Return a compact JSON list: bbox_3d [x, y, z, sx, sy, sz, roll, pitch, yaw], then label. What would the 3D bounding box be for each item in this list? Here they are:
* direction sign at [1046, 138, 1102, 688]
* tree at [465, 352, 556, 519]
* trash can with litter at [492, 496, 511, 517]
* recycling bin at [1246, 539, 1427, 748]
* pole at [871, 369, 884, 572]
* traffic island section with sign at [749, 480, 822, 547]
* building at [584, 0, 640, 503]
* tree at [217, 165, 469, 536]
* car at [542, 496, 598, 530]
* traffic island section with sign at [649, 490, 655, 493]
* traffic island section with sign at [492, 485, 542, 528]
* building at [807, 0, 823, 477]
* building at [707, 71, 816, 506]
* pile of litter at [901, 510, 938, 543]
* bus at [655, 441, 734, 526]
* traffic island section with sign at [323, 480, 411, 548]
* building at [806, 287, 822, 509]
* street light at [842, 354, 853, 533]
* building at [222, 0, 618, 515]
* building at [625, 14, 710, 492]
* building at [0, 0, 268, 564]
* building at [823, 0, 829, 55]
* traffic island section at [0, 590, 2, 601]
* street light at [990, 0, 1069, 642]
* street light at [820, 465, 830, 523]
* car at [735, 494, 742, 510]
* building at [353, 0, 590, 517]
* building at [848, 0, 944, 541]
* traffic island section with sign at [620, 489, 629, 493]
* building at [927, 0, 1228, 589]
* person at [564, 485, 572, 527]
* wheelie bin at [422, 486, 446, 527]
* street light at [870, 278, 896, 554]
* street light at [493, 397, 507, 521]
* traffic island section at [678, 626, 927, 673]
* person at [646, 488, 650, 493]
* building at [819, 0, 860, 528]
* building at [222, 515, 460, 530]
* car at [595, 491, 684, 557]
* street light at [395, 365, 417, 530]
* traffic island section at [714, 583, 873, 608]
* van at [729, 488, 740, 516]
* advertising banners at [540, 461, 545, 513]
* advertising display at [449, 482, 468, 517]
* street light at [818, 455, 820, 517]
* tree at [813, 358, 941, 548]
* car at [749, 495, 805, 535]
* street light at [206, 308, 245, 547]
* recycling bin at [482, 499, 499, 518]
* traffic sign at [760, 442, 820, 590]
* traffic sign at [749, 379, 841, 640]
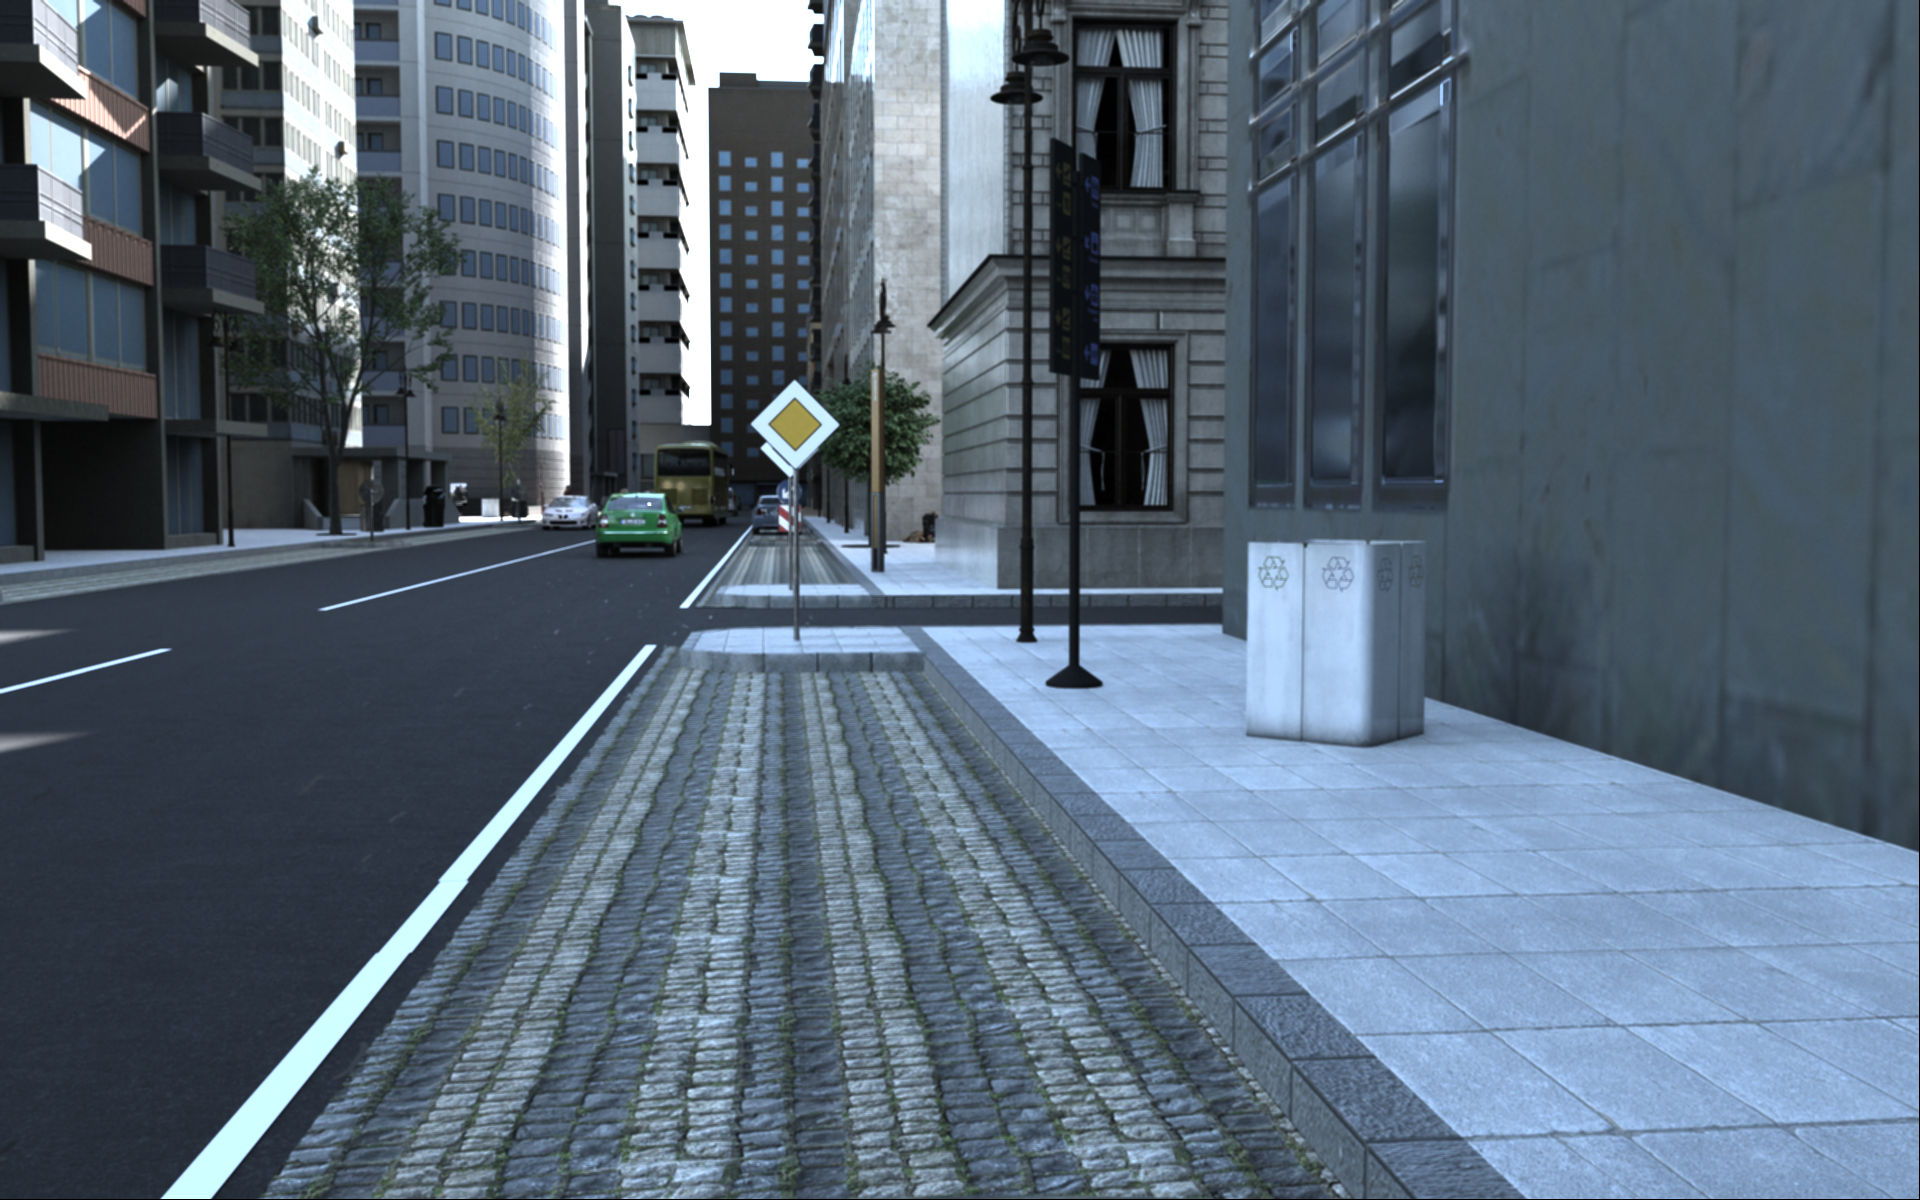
[{"bbox_3d":[0.765,-1.193,11.507,0.379,3.537,0.876,2,4,24],"label":"direction sign"},{"bbox_3d":[-22.933,-8.468,88.809,4.737,8.622,4.395,0,3,0],"label":"tree"},{"bbox_3d":[-25.471,-5.174,95.989,1.055,1.170,0.624,-3,5,-41],"label":"trash can with litter"},{"bbox_3d":[2.003,0.204,9.213,0.722,1.027,0.722,3,5,39],"label":"recycling bin"},{"bbox_3d":[-1.355,-2.116,28.443,0.158,3.312,0.155,0,3,0],"label":"pole"},{"bbox_3d":[-4.810,-2.389,47.683,1.989,1.847,2.006,0,4,-6],"label":"traffic island section with sign"},{"bbox_3d":[-41.196,-32.776,159.586,21.600,48.544,21.300,0,4,-6],"label":"building"},{"bbox_3d":[-19.439,-7.838,53.914,9.928,11.665,9.643,0,3,0],"label":"tree"},{"bbox_3d":[-15.879,-3.568,70.696,2.083,1.381,4.827,0,4,-5],"label":"car"},{"bbox_3d":[-26.735,-8.686,150.640,1.989,1.847,2.006,0,4,-6],"label":"traffic island section with sign"},{"bbox_3d":[-18.656,-3.957,73.322,1.989,1.847,2.006,0,4,-6],"label":"traffic island section with sign"},{"bbox_3d":[-0.285,-29.122,130.771,22.147,44.769,28.867,0,4,-6],"label":"building"},{"bbox_3d":[-19.755,-32.884,187.768,14.200,45.320,14.600,0,4,-6],"label":"building"},{"bbox_3d":[-1.040,-1.966,46.116,1.176,0.858,1.719,1,4,19],"label":"pile of litter"},{"bbox_3d":[-12.224,-5.414,80.061,2.896,3.916,12.252,0,4,-4],"label":"bus"},{"bbox_3d":[-15.864,-2.317,46.511,1.989,1.847,2.006,0,4,-6],"label":"traffic island section with sign"},{"bbox_3d":[-0.106,-19.293,160.484,27.650,21.520,28.899,0,4,-6],"label":"building"},{"bbox_3d":[-3.754,-5.159,57.130,0.468,5.910,1.993,0,4,-6],"label":"street light"},{"bbox_3d":[-43.782,-27.110,135.123,32.217,40.220,23.993,0,4,-6],"label":"building"},{"bbox_3d":[-41.320,-36.872,192.091,27.495,52.752,28.713,0,4,-6],"label":"building"},{"bbox_3d":[-27.423,-23.166,33.383,22.147,44.769,28.867,0,4,-6],"label":"building"},{"bbox_3d":[-1.465,-28.068,109.021,14.600,45.320,14.200,0,4,-6],"label":"building"},{"bbox_3d":[-13.625,0.017,22.007,2.009,0.180,2.903,0,4,-6],"label":"traffic island section"},{"bbox_3d":[0.580,-2.574,14.876,0.468,5.910,1.993,0,4,-6],"label":"street light"},{"bbox_3d":[-5.862,-6.374,77.009,0.468,5.910,1.993,0,4,-6],"label":"street light"},{"bbox_3d":[-20.382,-8.892,154.184,1.959,1.807,4.718,0,4,-5],"label":"car"},{"bbox_3d":[-35.697,-34.639,108.344,21.231,58.520,28.212,0,4,-6],"label":"building"},{"bbox_3d":[1.980,-12.277,55.477,10.420,20.320,16.860,0,4,-6],"label":"building"},{"bbox_3d":[-23.938,-7.046,123.830,1.989,1.847,2.006,0,4,-6],"label":"traffic island section with sign"},{"bbox_3d":[9.036,-10.016,28.390,19.286,19.102,10.561,0,4,-6],"label":"building"},{"bbox_3d":[-17.285,-4.157,76.438,0.573,1.828,0.580,-2,4,-34],"label":"person"},{"bbox_3d":[-20.269,-3.605,66.853,0.693,1.594,0.980,2,4,34],"label":"wheelie bin"},{"bbox_3d":[-1.652,-3.943,37.251,0.468,5.910,1.993,0,4,-6],"label":"street light"},{"bbox_3d":[-21.967,-6.731,82.831,0.468,5.910,1.993,0,4,-6],"label":"street light"},{"bbox_3d":[-1.416,0.430,15.244,2.009,0.180,2.903,0,4,-6],"label":"traffic island section"},{"bbox_3d":[-20.790,-6.533,115.189,0.709,1.838,0.599,0,4,-4],"label":"person"},{"bbox_3d":[3.495,-16.946,81.585,19.350,26.468,34.151,0,4,-6],"label":"building"},{"bbox_3d":[-37.497,-22.945,67.031,32.217,40.220,23.993,0,4,-6],"label":"building"},{"bbox_3d":[-7.528,-1.960,40.835,1.959,1.807,4.718,0,4,-6],"label":"car"},{"bbox_3d":[-19.835,-5.462,62.093,0.468,5.910,1.993,0,4,-6],"label":"street light"},{"bbox_3d":[-2.245,-0.055,23.186,2.009,0.180,2.903,0,4,-6],"label":"traffic island section"},{"bbox_3d":[-15.533,-6.559,114.257,2.013,2.044,4.112,0,4,-5],"label":"van"},{"bbox_3d":[-22.638,-5.973,93.849,0.090,3.025,2.074,-1,4,-10],"label":"advertising banners"},{"bbox_3d":[-27.752,-5.545,95.879,0.974,1.923,0.123,-1,4,-18],"label":"advertising display"},{"bbox_3d":[-7.875,-7.591,96.897,0.468,5.910,1.993,0,4,-6],"label":"street light"},{"bbox_3d":[-2.095,-3.567,42.034,4.285,4.588,4.351,0,3,0],"label":"tree"},{"bbox_3d":[-6.559,-3.060,62.028,2.014,1.417,4.499,0,4,-6],"label":"car"},{"bbox_3d":[-17.790,-4.240,42.107,0.468,5.910,1.993,0,4,-6],"label":"street light"},{"bbox_3d":[-25.136,-4.903,92.716,0.722,1.027,0.722,-3,4,-36],"label":"recycling bin"},{"bbox_3d":[-2.268,-1.190,23.107,0.795,2.450,0.064,0,4,-6],"label":"traffic sign"},{"bbox_3d":[-1.439,-0.705,15.165,0.795,2.450,0.064,0,4,-6],"label":"traffic sign"}]
